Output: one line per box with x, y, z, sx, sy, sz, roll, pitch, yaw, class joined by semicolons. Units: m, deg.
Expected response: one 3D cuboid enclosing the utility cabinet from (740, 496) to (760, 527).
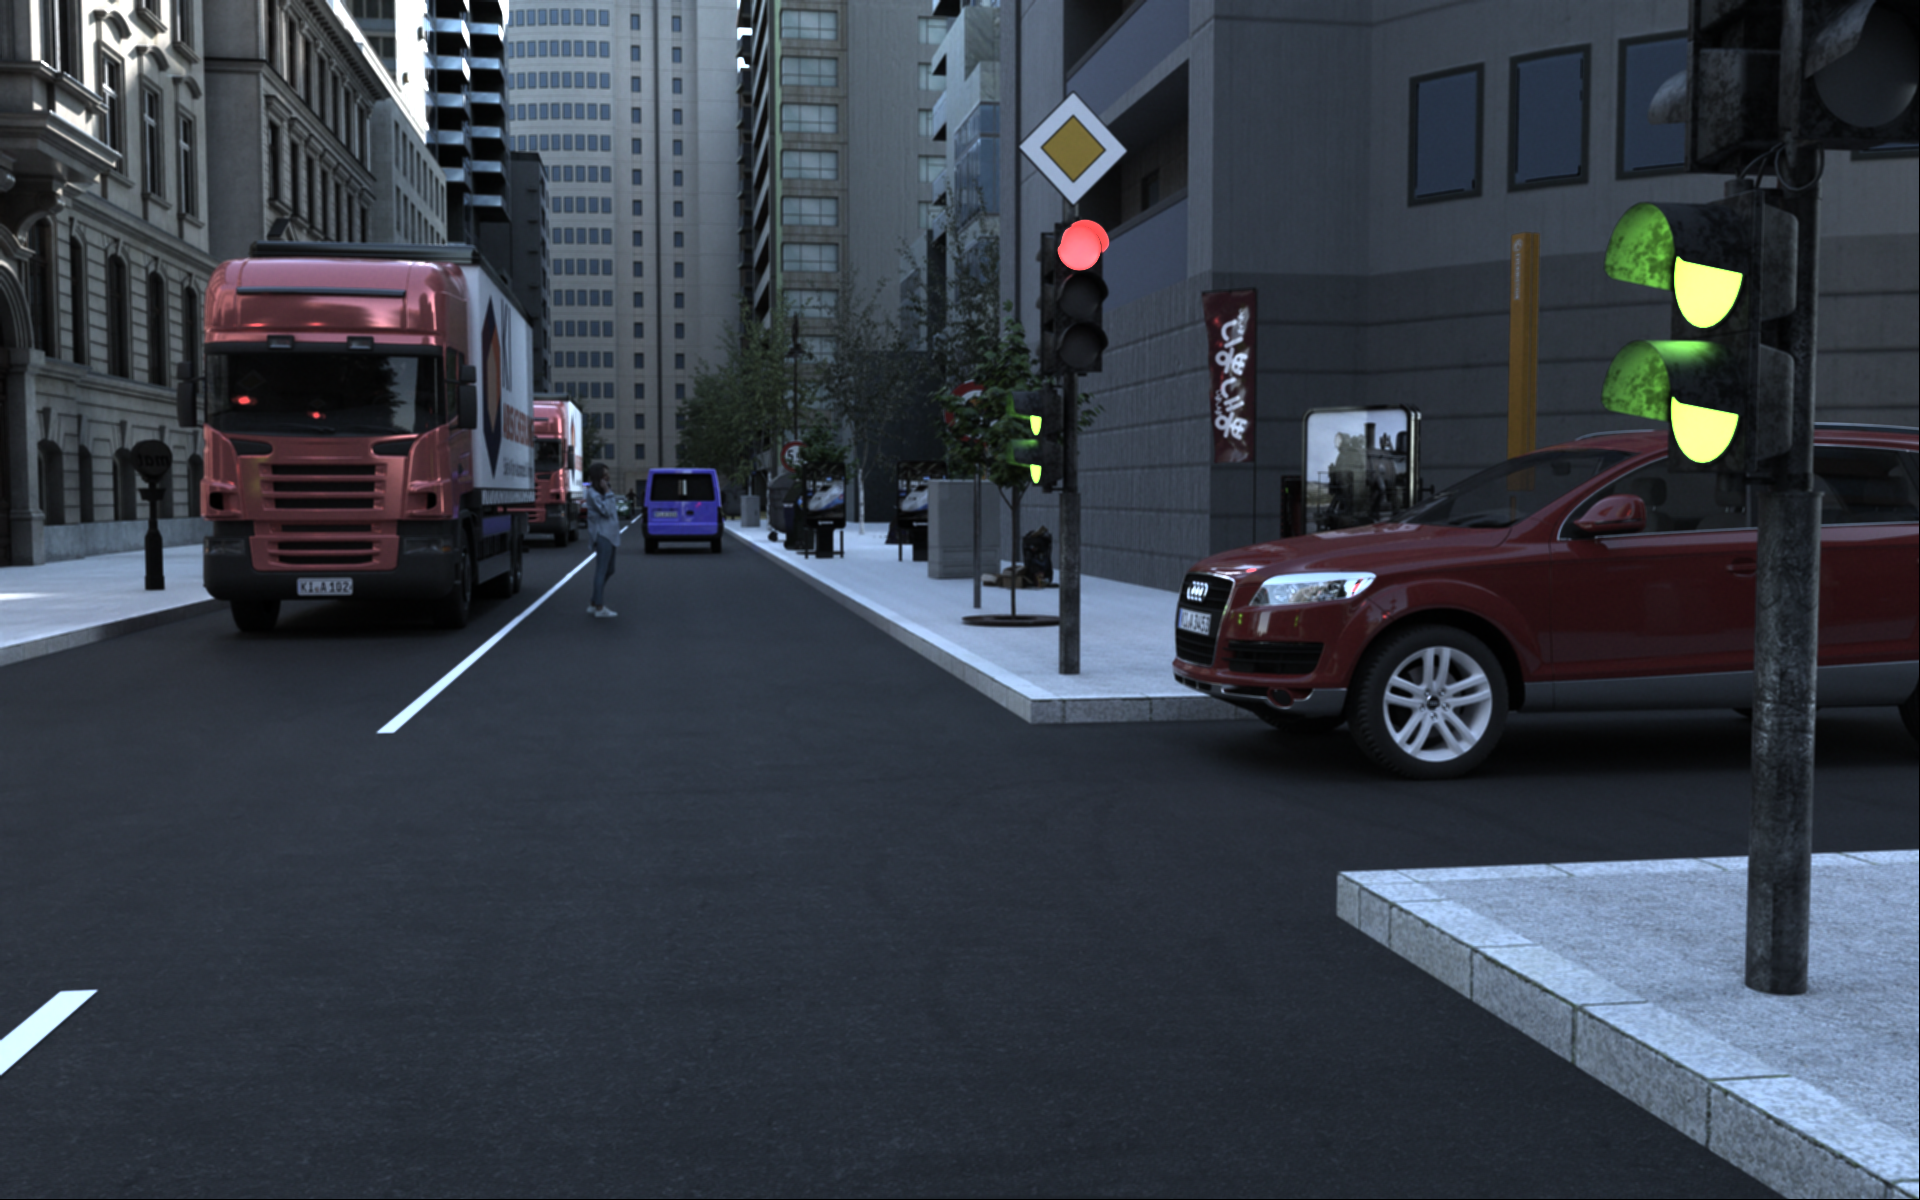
-8.132;-3.432;67.269;0.306;1.237;1.020;2;4;24;utility cabinet

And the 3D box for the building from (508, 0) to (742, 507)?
-37.390;-39.001;179.666;28.212;58.520;21.231;-1;4;-10;building

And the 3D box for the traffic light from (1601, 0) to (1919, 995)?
2.103;-0.946;4.386;0.839;4.253;0.868;-1;4;-10;traffic light

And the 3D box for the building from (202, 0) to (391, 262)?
-24.997;-11.658;55.242;10.561;19.102;19.286;-1;4;-10;building

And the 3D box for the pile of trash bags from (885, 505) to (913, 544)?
-0.292;-2.172;45.265;1.912;1.369;3.447;3;4;37;pile of trash bags

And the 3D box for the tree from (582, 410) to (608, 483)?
-32.995;-12.314;151.692;4.360;8.622;3.978;0;3;0;tree

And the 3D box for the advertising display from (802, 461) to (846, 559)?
-2.709;-1.795;34.564;0.974;1.923;0.123;-3;4;-39;advertising display

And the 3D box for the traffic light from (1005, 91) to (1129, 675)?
0.763;-1.427;12.258;0.839;4.253;0.868;-1;4;-10;traffic light

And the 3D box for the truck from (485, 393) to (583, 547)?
-12.413;-3.747;50.178;2.839;4.237;11.283;-1;4;-10;truck

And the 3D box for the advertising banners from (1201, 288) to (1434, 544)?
2.935;-1.117;14.451;2.074;3.025;0.090;2;4;35;advertising banners

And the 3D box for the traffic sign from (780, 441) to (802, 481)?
-3.910;-2.530;41.464;0.768;2.556;0.104;0;4;-2;traffic sign

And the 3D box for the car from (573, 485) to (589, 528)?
-16.740;-4.034;74.637;2.281;1.827;5.304;-1;4;-8;car

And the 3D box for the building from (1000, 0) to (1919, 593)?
16.095;-29.612;26.151;28.212;58.520;21.231;-1;4;-10;building

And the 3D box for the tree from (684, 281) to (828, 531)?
-6.661;-6.742;60.594;4.737;8.622;4.395;0;3;0;tree

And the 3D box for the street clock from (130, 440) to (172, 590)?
-10.797;-1.137;23.166;0.471;2.002;0.358;-3;5;-44;street clock

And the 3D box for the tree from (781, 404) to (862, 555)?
-3.096;-2.587;36.895;1.663;3.219;1.824;0;3;0;tree

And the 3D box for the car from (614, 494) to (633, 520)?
-19.677;-5.310;98.610;2.131;1.459;4.920;-1;4;-10;car

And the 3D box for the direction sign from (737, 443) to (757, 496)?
-9.411;-5.171;76.538;0.876;3.537;0.379;1;4;10;direction sign

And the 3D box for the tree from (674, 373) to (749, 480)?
-23.174;-14.983;163.092;7.486;12.596;7.792;0;3;0;tree

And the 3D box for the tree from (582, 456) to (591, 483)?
-28.540;-8.766;127.033;4.285;4.588;4.351;0;3;0;tree

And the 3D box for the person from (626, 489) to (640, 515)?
-22.273;-6.648;117.332;1.348;1.807;0.705;0;4;3;person

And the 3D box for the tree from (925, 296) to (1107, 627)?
0.407;-1.380;17.160;1.663;3.219;1.824;0;3;0;tree

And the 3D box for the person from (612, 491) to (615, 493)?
-28.833;-8.224;143.902;0.756;1.711;0.436;2;4;24;person

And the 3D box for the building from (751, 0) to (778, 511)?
-3.229;-30.399;120.727;21.300;48.544;21.600;-1;4;-10;building

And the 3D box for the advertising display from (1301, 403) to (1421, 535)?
2.913;-0.456;12.671;0.123;1.923;0.974;-3;5;-40;advertising display

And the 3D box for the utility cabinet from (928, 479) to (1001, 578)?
0.076;-1.088;26.462;1.173;1.500;0.318;-3;4;-37;utility cabinet

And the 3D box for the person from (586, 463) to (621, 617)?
-4.193;-0.700;20.217;0.793;1.790;0.793;-2;4;-32;person

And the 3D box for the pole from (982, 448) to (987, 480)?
0.761;-3.674;53.908;0.158;3.312;0.155;0;3;0;pole

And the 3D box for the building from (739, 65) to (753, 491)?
-15.845;-32.401;179.859;14.200;45.320;14.600;-1;4;-10;building

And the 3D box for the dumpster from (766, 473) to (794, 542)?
-4.596;-2.535;47.208;1.264;1.857;1.865;-1;4;-10;dumpster

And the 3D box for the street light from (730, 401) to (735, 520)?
-11.295;-6.920;85.922;0.468;5.910;1.993;-1;4;-10;street light

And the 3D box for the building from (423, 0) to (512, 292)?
-42.129;-49.420;120.695;22.319;86.520;31.000;-1;4;-10;building

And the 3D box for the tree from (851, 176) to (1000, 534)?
0.525;-5.464;39.703;4.360;8.622;3.978;0;3;0;tree

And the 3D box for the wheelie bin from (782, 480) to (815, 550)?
-3.671;-1.953;39.839;0.693;1.594;0.980;-2;4;-31;wheelie bin

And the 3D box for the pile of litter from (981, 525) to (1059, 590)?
0.830;-0.615;24.015;1.176;0.858;1.719;1;4;13;pile of litter

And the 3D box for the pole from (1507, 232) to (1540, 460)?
4.429;-1.212;13.661;0.158;3.312;0.155;0;3;0;pole

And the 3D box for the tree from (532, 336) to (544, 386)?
-18.672;-7.235;68.651;4.360;8.622;3.978;0;3;0;tree

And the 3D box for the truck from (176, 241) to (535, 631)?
-6.995;-2.002;21.640;2.839;4.237;11.283;-1;4;-9;truck

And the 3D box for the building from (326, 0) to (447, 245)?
-28.205;-13.396;73.781;10.420;20.320;16.860;-1;4;-10;building

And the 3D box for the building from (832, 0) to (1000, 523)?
7.099;-46.446;72.056;22.319;86.520;31.000;-1;4;-10;building

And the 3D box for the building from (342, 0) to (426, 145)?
-42.423;-24.579;93.751;32.217;40.220;23.993;-1;4;-10;building

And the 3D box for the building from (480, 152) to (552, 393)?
-42.292;-23.017;148.035;14.107;30.474;14.160;-1;4;-10;building

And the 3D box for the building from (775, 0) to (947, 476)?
-3.997;-25.631;102.668;14.154;41.232;14.086;-1;4;-10;building

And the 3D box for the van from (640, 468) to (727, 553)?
-6.973;-2.403;43.681;2.240;2.365;5.245;-1;4;-9;van

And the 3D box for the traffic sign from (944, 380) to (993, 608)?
0.196;-1.181;19.419;0.768;2.556;0.104;0;4;-7;traffic sign

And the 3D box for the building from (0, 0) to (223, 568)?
-22.012;-12.782;28.067;14.460;24.649;34.723;-1;4;-10;building

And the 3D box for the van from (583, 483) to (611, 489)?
-19.215;-5.270;90.545;2.240;2.365;5.245;-1;4;-9;van

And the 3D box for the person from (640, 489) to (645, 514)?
-22.140;-6.882;121.534;0.721;1.766;1.217;-1;4;-19;person

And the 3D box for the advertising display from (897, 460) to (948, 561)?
-0.717;-1.703;33.058;0.974;1.923;0.123;1;4;8;advertising display

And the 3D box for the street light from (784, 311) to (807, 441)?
-4.167;-4.354;43.968;0.468;5.910;1.993;-1;4;-10;street light

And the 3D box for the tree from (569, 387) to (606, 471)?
-26.967;-10.374;119.984;4.737;8.622;4.395;0;3;0;tree

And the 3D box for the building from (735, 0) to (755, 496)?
-7.444;-30.063;146.156;22.147;44.769;28.867;-1;4;-10;building

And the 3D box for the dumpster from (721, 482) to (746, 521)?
-10.806;-4.721;82.951;1.264;1.857;1.865;-1;4;-10;dumpster

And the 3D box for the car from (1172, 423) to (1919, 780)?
3.838;-0.072;9.854;5.304;1.827;2.281;-1;4;-10;car

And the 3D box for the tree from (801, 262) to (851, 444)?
-3.075;-6.381;54.692;4.360;8.622;3.978;0;3;0;tree
